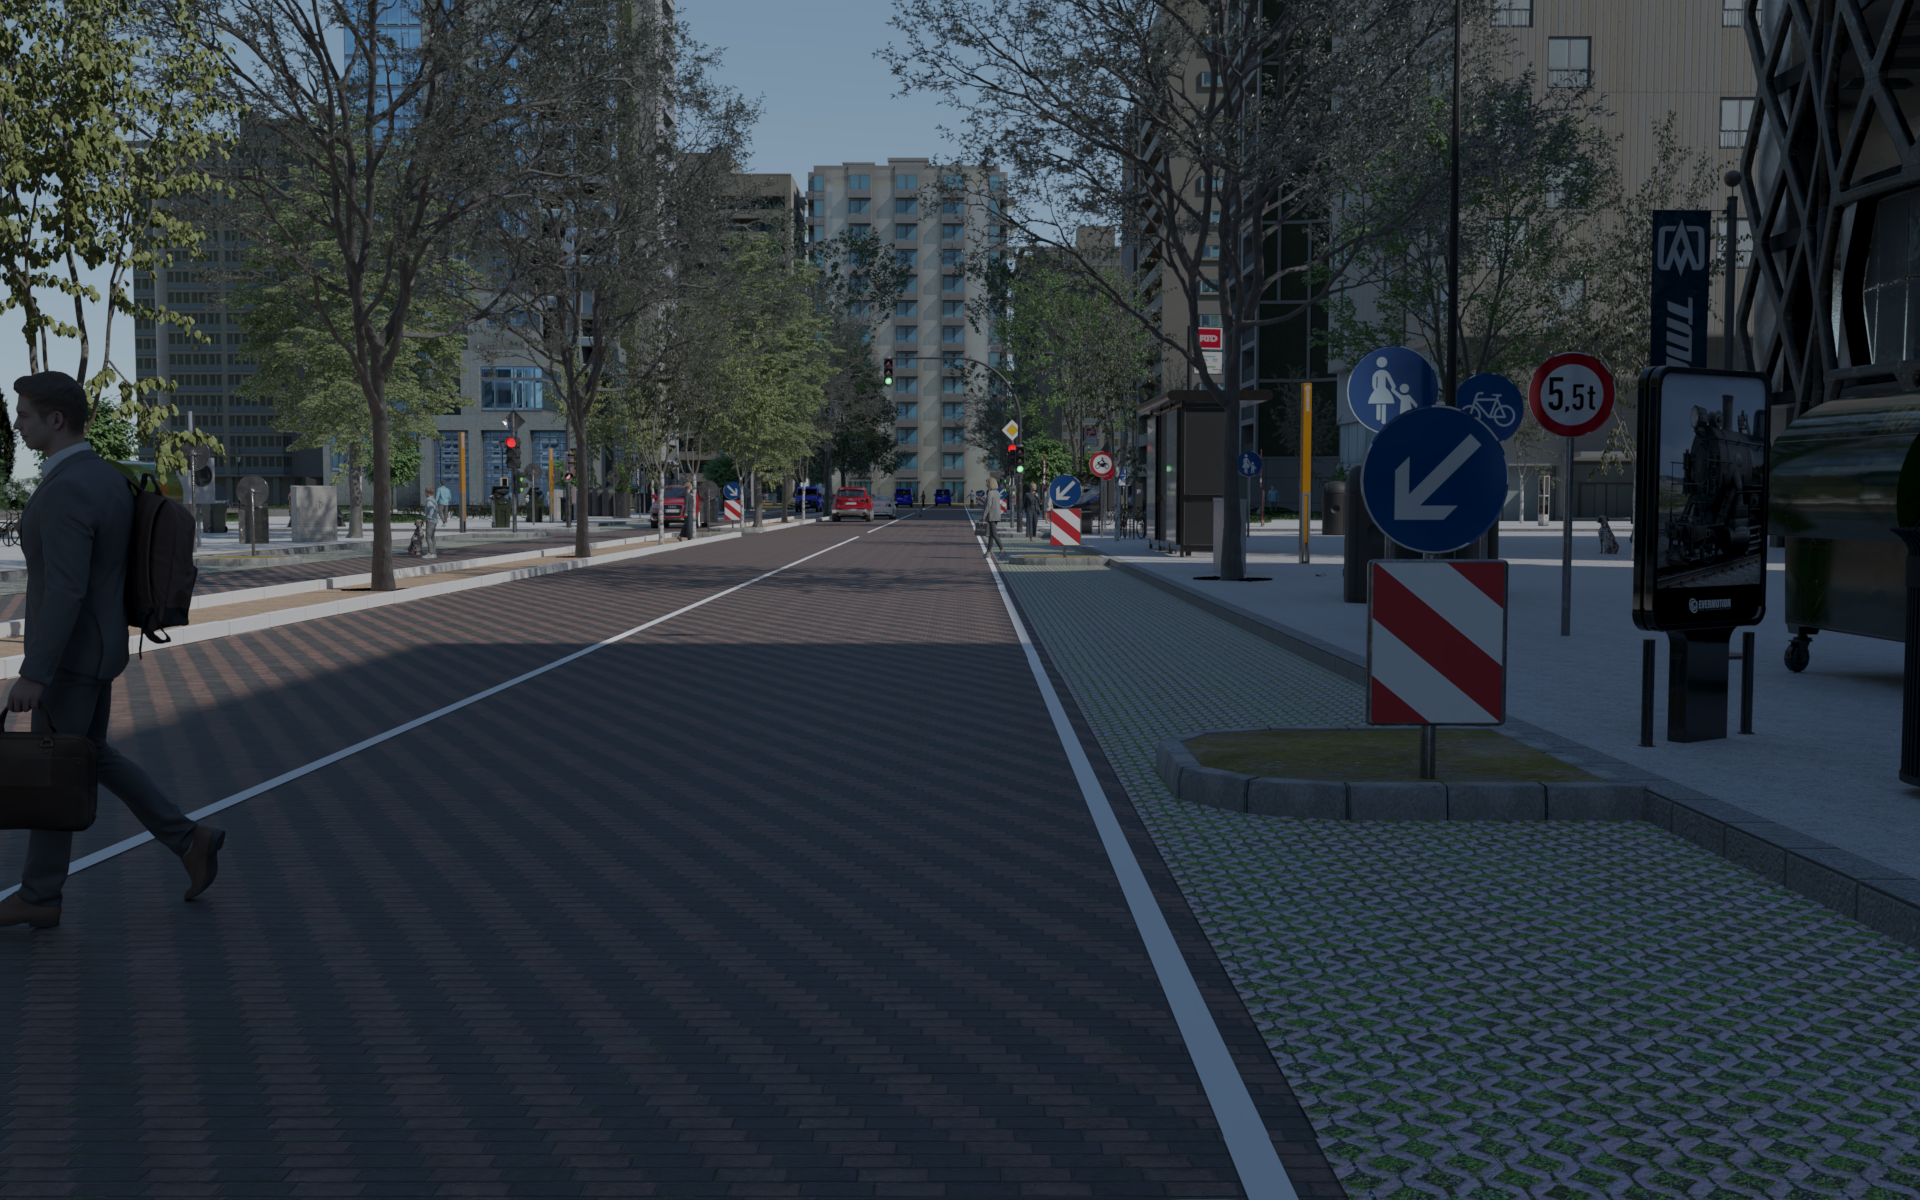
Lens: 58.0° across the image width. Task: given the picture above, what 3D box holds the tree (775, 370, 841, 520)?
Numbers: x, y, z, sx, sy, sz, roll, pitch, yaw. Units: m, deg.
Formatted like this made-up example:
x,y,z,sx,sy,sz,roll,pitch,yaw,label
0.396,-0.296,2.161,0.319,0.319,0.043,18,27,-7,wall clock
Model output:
x,y,z,sx,sy,sz,roll,pitch,yaw,label
-8.475,-8.610,93.592,4.360,8.622,3.978,0,3,0,tree

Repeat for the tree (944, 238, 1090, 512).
x,y,z,sx,sy,sz,roll,pitch,yaw,label
4.997,-16.521,126.008,12.611,20.169,13.585,0,3,0,tree

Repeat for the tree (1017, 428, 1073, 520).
x,y,z,sx,sy,sz,roll,pitch,yaw,label
4.107,-6.296,86.659,4.285,4.588,4.351,0,3,0,tree

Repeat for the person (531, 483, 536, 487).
x,y,z,sx,sy,sz,roll,pitch,yaw,label
-20.369,-4.687,82.852,0.473,1.802,0.592,-2,4,-26,person

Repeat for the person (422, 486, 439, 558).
x,y,z,sx,sy,sz,roll,pitch,yaw,label
-11.866,-1.744,38.822,0.330,1.601,0.589,0,4,5,person

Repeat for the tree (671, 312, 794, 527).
x,y,z,sx,sy,sz,roll,pitch,yaw,label
-8.392,-6.954,66.523,4.737,8.622,4.395,0,3,0,tree

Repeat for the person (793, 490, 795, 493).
x,y,z,sx,sy,sz,roll,pitch,yaw,label
-20.518,-12.786,215.106,0.705,1.822,1.348,2,4,26,person

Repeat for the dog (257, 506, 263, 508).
x,y,z,sx,sy,sz,roll,pitch,yaw,label
-27.367,-3.270,67.843,0.513,0.831,0.800,0,4,6,dog

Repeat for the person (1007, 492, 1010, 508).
x,y,z,sx,sy,sz,roll,pitch,yaw,label
4.190,-9.091,154.556,0.709,1.838,0.599,0,4,8,person

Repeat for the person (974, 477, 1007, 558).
x,y,z,sx,sy,sz,roll,pitch,yaw,label
0.697,-1.815,38.350,0.728,1.800,0.709,2,4,29,person

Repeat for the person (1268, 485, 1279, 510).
x,y,z,sx,sy,sz,roll,pitch,yaw,label
18.573,-5.901,102.548,0.660,1.820,0.620,0,4,7,person

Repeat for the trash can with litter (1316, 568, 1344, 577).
x,y,z,sx,sy,sz,roll,pitch,yaw,label
6.496,-0.937,26.375,1.678,1.210,2.233,-3,5,-43,trash can with litter

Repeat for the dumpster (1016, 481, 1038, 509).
x,y,z,sx,sy,sz,roll,pitch,yaw,label
4.317,-6.625,110.809,1.502,2.255,1.985,0,3,0,dumpster

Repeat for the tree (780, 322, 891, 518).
x,y,z,sx,sy,sz,roll,pitch,yaw,label
-7.825,-10.638,102.146,9.928,11.665,9.643,0,3,0,tree

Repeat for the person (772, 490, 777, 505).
x,y,z,sx,sy,sz,roll,pitch,yaw,label
-20.797,-11.481,194.427,0.621,1.740,0.551,2,4,25,person

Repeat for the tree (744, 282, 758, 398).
x,y,z,sx,sy,sz,roll,pitch,yaw,label
-8.461,-6.243,54.900,4.360,8.622,3.978,0,3,0,tree

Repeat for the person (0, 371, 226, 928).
x,y,z,sx,sy,sz,roll,pitch,yaw,label
-2.903,0.165,5.768,0.822,1.834,0.622,-2,4,-25,person

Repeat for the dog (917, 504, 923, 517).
x,y,z,sx,sy,sz,roll,pitch,yaw,label
-2.620,-5.659,109.368,0.800,0.831,0.513,-3,4,-39,dog

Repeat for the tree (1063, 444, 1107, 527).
x,y,z,sx,sy,sz,roll,pitch,yaw,label
5.065,-4.439,67.179,1.663,3.219,1.824,0,3,0,tree

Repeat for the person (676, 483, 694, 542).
x,y,z,sx,sy,sz,roll,pitch,yaw,label
-8.077,-2.587,51.212,0.534,1.772,0.576,-2,4,-32,person

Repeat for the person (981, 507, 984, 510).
x,y,z,sx,sy,sz,roll,pitch,yaw,label
1.842,-5.846,109.579,1.012,1.151,0.738,0,4,-4,person

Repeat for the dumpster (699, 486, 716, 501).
x,y,z,sx,sy,sz,roll,pitch,yaw,label
-17.733,-7.023,120.592,1.264,1.857,1.865,0,3,0,dumpster

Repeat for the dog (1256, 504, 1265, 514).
x,y,z,sx,sy,sz,roll,pitch,yaw,label
16.717,-5.063,97.162,0.800,0.831,0.513,1,4,10,dog

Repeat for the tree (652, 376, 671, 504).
x,y,z,sx,sy,sz,roll,pitch,yaw,label
-17.623,-9.032,98.034,4.737,8.622,4.395,0,3,0,tree

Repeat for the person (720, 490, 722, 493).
x,y,z,sx,sy,sz,roll,pitch,yaw,label
-21.687,-9.283,157.828,0.705,1.822,1.348,-2,4,-29,person

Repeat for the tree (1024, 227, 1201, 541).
x,y,z,sx,sy,sz,roll,pitch,yaw,label
4.108,-5.906,46.923,4.360,8.622,3.978,0,3,0,tree

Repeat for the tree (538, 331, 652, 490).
x,y,z,sx,sy,sz,roll,pitch,yaw,label
-16.984,-7.875,79.125,4.737,8.622,4.395,0,3,0,tree

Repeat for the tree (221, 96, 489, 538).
x,y,z,sx,sy,sz,roll,pitch,yaw,label
-17.648,-8.101,50.577,7.486,12.596,7.792,0,3,0,tree

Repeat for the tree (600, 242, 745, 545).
x,y,z,sx,sy,sz,roll,pitch,yaw,label
-8.368,-5.846,48.399,4.360,8.622,3.978,0,3,0,tree

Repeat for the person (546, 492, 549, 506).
x,y,z,sx,sy,sz,roll,pitch,yaw,label
-27.341,-6.664,115.753,0.760,1.731,0.466,2,4,25,person

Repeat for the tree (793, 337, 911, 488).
x,y,z,sx,sy,sz,roll,pitch,yaw,label
-8.419,-12.550,124.652,9.611,12.733,9.660,0,3,0,tree

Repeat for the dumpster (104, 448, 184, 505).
x,y,z,sx,sy,sz,roll,pitch,yaw,label
-17.426,-2.066,36.267,1.502,2.255,1.985,0,3,0,dumpster

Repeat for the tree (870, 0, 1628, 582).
x,y,z,sx,sy,sz,roll,pitch,yaw,label
3.912,-7.028,25.275,12.009,13.543,11.850,0,3,0,tree

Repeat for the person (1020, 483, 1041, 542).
x,y,z,sx,sy,sz,roll,pitch,yaw,label
2.135,-2.640,52.080,0.576,1.772,0.534,-2,4,-33,person

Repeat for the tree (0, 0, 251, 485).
x,y,z,sx,sy,sz,roll,pitch,yaw,label
-8.367,-3.851,15.777,4.737,8.622,4.395,0,3,0,tree

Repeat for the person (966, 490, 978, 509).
x,y,z,sx,sy,sz,roll,pitch,yaw,label
1.140,-9.482,163.524,1.348,1.826,0.705,2,4,26,person

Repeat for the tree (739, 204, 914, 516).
x,y,z,sx,sy,sz,roll,pitch,yaw,label
-9.751,-15.589,113.234,12.611,20.169,13.585,0,3,0,tree

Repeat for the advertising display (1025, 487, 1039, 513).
x,y,z,sx,sy,sz,roll,pitch,yaw,label
4.811,-6.799,116.385,0.974,1.923,0.123,0,4,-4,advertising display

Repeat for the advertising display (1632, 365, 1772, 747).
x,y,z,sx,sy,sz,roll,pitch,yaw,label
3.851,-0.231,8.989,0.974,1.923,0.123,-2,4,-33,advertising display

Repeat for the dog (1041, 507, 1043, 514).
x,y,z,sx,sy,sz,roll,pitch,yaw,label
5.030,-5.322,103.851,0.406,0.507,0.540,0,4,-4,dog

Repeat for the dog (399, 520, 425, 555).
x,y,z,sx,sy,sz,roll,pitch,yaw,label
-13.043,-1.489,41.183,0.800,0.831,0.513,-3,5,-44,dog

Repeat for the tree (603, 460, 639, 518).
x,y,z,sx,sy,sz,roll,pitch,yaw,label
-18.039,-5.986,92.480,1.663,3.219,1.824,0,3,0,tree

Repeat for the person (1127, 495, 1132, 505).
x,y,z,sx,sy,sz,roll,pitch,yaw,label
13.424,-7.720,137.284,0.505,1.210,0.382,2,4,31,person

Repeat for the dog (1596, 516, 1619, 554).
x,y,z,sx,sy,sz,roll,pitch,yaw,label
13.865,-1.393,37.152,0.513,0.831,0.800,2,4,26,dog

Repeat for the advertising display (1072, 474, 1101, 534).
x,y,z,sx,sy,sz,roll,pitch,yaw,label
4.089,-3.101,55.908,0.974,1.923,0.123,1,4,23,advertising display

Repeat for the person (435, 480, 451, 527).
x,y,z,sx,sy,sz,roll,pitch,yaw,label
-20.261,-3.785,67.939,0.620,1.820,0.660,2,4,35,person

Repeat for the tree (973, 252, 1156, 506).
x,y,z,sx,sy,sz,roll,pitch,yaw,label
4.888,-9.078,74.179,9.928,11.665,9.643,0,3,0,tree

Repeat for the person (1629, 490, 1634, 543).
x,y,z,sx,sy,sz,roll,pitch,yaw,label
17.877,-2.397,45.354,0.853,1.813,0.709,-3,5,-44,person

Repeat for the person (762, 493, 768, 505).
x,y,z,sx,sy,sz,roll,pitch,yaw,label
-23.421,-12.173,208.307,0.697,1.427,0.421,-1,4,-14,person

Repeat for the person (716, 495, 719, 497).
x,y,z,sx,sy,sz,roll,pitch,yaw,label
-21.522,-8.958,152.637,0.705,1.807,1.348,1,4,10,person

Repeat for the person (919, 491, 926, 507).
x,y,z,sx,sy,sz,roll,pitch,yaw,label
-4.093,-11.179,191.378,0.705,1.812,1.348,2,4,25,person

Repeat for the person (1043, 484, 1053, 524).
x,y,z,sx,sy,sz,roll,pitch,yaw,label
3.840,-4.180,75.391,0.522,1.701,0.512,2,4,32,person

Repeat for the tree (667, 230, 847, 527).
x,y,z,sx,sy,sz,roll,pitch,yaw,label
-8.777,-9.404,74.344,7.486,12.596,7.792,0,3,0,tree

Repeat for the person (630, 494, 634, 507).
x,y,z,sx,sy,sz,roll,pitch,yaw,label
-33.550,-10.496,178.177,1.217,1.766,0.721,-1,4,-20,person

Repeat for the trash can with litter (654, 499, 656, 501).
x,y,z,sx,sy,sz,roll,pitch,yaw,label
-18.824,-6.067,110.259,2.233,1.210,1.678,-1,4,-23,trash can with litter

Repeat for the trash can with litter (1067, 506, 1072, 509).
x,y,z,sx,sy,sz,roll,pitch,yaw,label
4.955,-4.104,78.492,0.624,1.170,1.055,1,4,9,trash can with litter

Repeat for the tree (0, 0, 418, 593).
x,y,z,sx,sy,sz,roll,pitch,yaw,label
-8.448,-6.856,24.915,12.009,13.543,11.850,0,3,0,tree

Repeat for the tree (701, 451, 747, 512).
x,y,z,sx,sy,sz,roll,pitch,yaw,label
-17.213,-8.726,126.379,4.285,4.588,4.351,0,3,0,tree
